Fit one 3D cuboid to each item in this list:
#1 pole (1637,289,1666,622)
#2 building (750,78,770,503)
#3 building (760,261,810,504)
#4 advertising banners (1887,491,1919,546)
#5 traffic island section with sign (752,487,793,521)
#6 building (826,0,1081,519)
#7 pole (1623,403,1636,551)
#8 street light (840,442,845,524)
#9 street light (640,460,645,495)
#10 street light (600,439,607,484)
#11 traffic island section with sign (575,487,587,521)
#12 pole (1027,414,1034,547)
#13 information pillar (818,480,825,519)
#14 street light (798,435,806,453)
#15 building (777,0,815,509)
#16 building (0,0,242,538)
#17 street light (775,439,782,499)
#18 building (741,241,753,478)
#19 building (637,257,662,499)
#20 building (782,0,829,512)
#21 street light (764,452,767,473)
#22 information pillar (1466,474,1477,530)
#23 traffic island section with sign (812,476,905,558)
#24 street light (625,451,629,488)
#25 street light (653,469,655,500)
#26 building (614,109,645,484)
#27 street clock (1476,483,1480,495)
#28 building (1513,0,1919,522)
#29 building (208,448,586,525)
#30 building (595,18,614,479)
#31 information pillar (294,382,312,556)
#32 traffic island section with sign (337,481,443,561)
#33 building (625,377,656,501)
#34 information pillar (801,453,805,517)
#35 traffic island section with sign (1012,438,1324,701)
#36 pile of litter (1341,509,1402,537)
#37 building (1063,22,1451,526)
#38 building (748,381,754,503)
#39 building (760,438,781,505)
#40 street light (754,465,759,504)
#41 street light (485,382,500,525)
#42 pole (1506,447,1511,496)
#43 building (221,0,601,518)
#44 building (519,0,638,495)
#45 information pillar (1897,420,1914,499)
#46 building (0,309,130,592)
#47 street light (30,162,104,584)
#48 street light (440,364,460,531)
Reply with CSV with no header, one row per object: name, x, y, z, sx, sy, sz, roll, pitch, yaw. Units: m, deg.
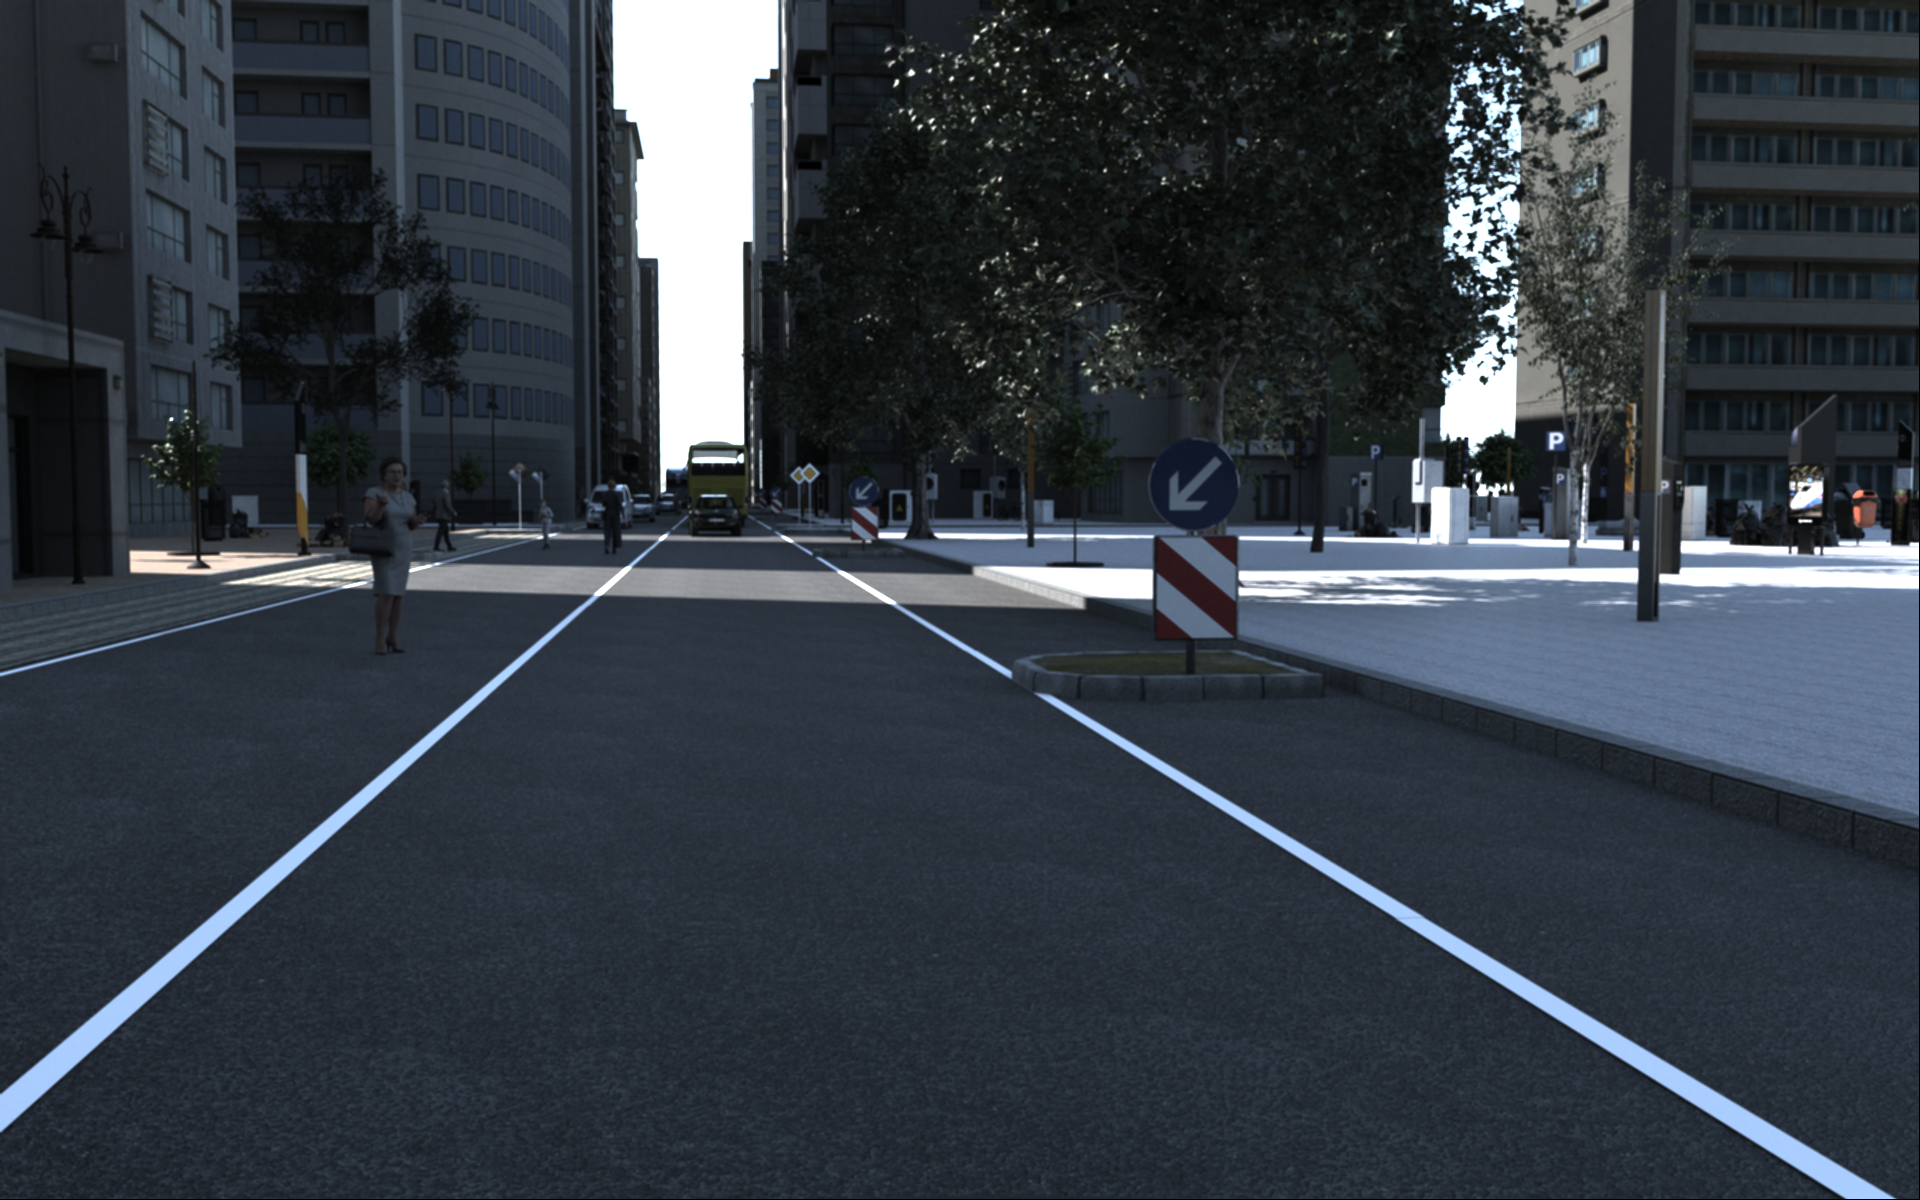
pole,6.959,-1.442,17.422,0.158,3.312,0.155,0,3,0
building,-19.178,-43.169,247.817,21.231,58.520,28.212,0,4,-8
building,-17.845,-27.174,216.001,14.160,30.474,14.107,0,4,-8
advertising banners,23.957,-2.843,42.670,0.090,3.025,2.074,-3,4,-36
traffic island section with sign,-10.093,-5.214,93.880,1.989,1.847,2.006,0,4,-8
building,-0.483,-19.855,96.326,14.160,30.474,14.107,0,4,-8
pole,15.100,-2.764,39.036,0.158,3.312,0.155,0,3,0
street light,-5.117,-6.266,75.243,0.468,5.910,1.993,0,4,-8
street light,-41.638,-15.643,228.545,0.468,5.910,1.993,0,4,-8
street light,-29.987,-10.607,146.217,0.468,5.910,1.993,0,4,-8
traffic island section with sign,-20.206,-5.125,92.423,1.989,1.847,2.006,0,4,-8
pole,1.703,-2.926,41.676,0.158,3.312,0.155,0,3,0
information pillar,-7.260,-5.268,90.630,0.304,2.012,0.304,0,4,4
street light,-10.135,-8.440,110.779,0.468,5.910,1.993,0,4,-8
building,-6.567,-38.006,163.391,21.231,58.520,28.212,0,4,-8
building,-31.050,-22.639,53.745,14.086,41.232,14.154,0,4,-8
street light,-15.758,-10.844,150.093,0.468,5.910,1.993,0,4,-8
building,-30.274,-39.575,297.159,14.600,45.320,14.200,0,4,-8
building,-57.551,-37.107,290.289,14.154,41.232,14.086,0,4,-8
building,1.226,-32.764,124.926,28.713,52.752,27.495,0,4,-8
street light,-20.807,-13.018,185.624,0.468,5.910,1.993,0,4,-8
information pillar,18.423,-3.546,62.463,0.304,2.012,0.304,2,4,33
traffic island section with sign,-2.367,-1.899,39.676,1.989,1.847,2.006,0,4,-8
street light,-35.098,-12.836,182.655,0.468,5.910,1.993,0,4,-8
street light,-46.732,-17.854,264.699,0.468,5.910,1.993,0,4,-8
building,-58.317,-39.752,239.189,28.713,52.752,27.495,0,4,-8
street clock,30.869,-6.059,103.637,0.471,2.002,0.358,-3,5,-43
building,40.694,-28.441,88.711,21.600,48.544,21.300,0,4,-8
building,-30.256,-33.246,85.563,21.231,58.520,28.212,0,4,-8
building,-43.239,-30.708,156.697,22.147,44.769,28.867,0,4,-8
information pillar,-13.739,-2.739,36.132,0.183,3.616,0.504,0,4,-4
traffic island section with sign,-12.430,-1.790,37.891,1.989,1.847,2.006,0,4,-8
building,-61.689,-25.908,268.636,27.650,21.520,28.899,0,4,-8
information pillar,-8.963,-6.570,98.771,0.183,3.616,0.504,-1,4,-21
traffic island section with sign,1.443,-0.267,12.990,1.989,1.847,2.006,0,4,-8
pile of litter,12.283,-2.308,51.694,1.719,0.858,1.176,3,5,41
building,12.858,-24.157,78.564,14.086,41.232,14.154,0,4,-8
building,-19.676,-26.460,277.664,27.650,21.520,28.899,0,4,-8
building,-10.823,-53.796,192.233,22.319,86.520,31.000,0,4,-8
street light,-27.535,-15.907,232.872,0.468,5.910,1.993,0,4,-8
street light,-19.195,-6.022,71.247,0.468,5.910,1.993,0,4,-8
pole,23.886,-4.990,75.429,0.158,3.312,0.155,0,3,0
building,-37.042,-35.420,121.108,21.231,58.520,28.212,0,4,-8
building,-48.386,-46.657,201.086,20.563,71.187,20.611,0,4,-8
information pillar,29.983,-3.891,54.977,0.183,3.616,0.504,-2,4,-28
building,-22.804,-35.567,19.769,20.563,71.187,20.611,0,4,-8
street light,-12.602,-3.168,24.583,0.468,5.910,1.993,0,4,-8
street light,-17.650,-5.341,60.114,0.468,5.910,1.993,0,4,-8
